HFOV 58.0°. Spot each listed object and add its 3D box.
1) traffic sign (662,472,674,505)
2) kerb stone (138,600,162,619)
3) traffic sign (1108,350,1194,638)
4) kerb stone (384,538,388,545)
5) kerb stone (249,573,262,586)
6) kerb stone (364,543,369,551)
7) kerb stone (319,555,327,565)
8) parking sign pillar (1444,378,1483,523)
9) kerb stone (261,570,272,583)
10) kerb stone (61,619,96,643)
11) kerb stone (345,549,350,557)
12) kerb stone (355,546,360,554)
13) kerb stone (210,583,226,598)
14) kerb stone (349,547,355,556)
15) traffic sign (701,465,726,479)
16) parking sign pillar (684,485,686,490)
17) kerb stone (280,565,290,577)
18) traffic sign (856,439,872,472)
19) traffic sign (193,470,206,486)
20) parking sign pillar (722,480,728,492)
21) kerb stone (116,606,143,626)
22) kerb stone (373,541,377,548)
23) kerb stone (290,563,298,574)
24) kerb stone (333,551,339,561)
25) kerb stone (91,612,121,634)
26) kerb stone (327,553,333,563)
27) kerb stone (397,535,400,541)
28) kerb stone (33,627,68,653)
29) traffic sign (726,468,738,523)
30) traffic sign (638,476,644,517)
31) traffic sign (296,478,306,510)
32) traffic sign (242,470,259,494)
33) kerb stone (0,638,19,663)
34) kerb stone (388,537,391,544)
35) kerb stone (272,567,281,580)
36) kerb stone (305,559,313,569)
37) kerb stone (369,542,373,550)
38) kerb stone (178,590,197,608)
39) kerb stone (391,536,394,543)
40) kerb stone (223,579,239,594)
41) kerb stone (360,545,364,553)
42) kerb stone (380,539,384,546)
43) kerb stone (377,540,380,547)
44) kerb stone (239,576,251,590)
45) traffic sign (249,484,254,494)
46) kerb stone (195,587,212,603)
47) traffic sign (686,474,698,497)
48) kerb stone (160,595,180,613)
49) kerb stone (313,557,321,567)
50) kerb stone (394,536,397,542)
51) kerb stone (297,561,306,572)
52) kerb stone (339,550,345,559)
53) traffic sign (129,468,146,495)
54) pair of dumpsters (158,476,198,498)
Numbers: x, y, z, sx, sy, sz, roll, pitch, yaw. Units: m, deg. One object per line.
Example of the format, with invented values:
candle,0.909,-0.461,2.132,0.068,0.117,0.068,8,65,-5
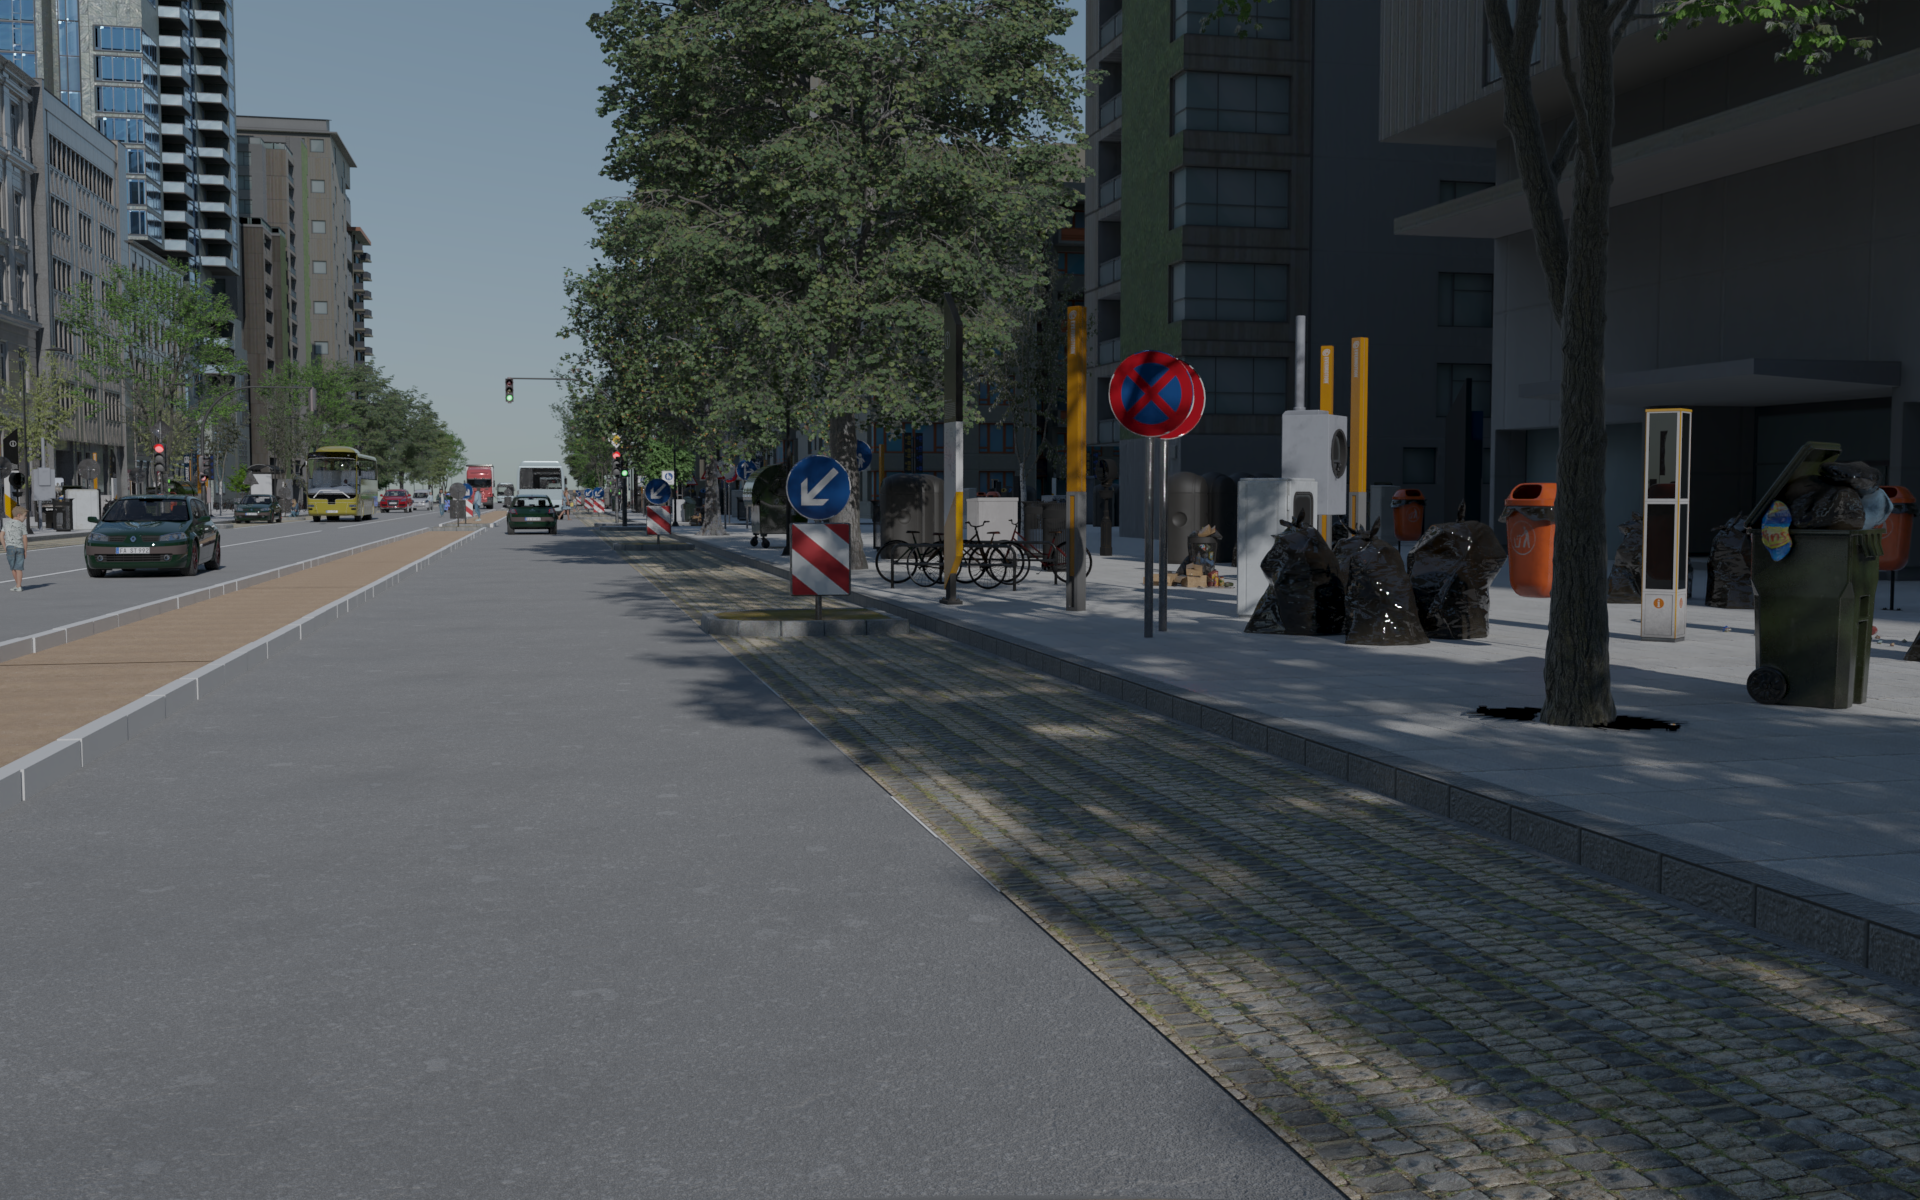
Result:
traffic sign,-12.904,-4.568,76.821,0.606,2.300,0.079,0,4,-5
kerb stone,-9.405,0.136,19.974,0.120,0.150,1.000,-1,4,-13
traffic sign,1.688,-0.937,15.423,0.768,2.556,0.104,0,4,-6
kerb stone,-16.012,-1.572,47.900,0.120,0.150,1.000,-1,4,-13
kerb stone,-11.053,-0.291,26.959,0.120,0.150,1.000,-1,4,-13
kerb stone,-14.831,-1.267,42.915,0.120,0.150,1.000,-1,4,-13
kerb stone,-12.940,-0.776,34.926,0.120,0.150,1.000,-1,4,-13
parking sign pillar,11.887,-3.208,40.928,1.447,3.967,1.447,0,4,-5
kerb stone,-11.291,-0.349,27.953,0.120,0.150,1.000,-1,4,-13
kerb stone,-8.695,0.318,16.990,0.120,0.150,1.000,-1,4,-13
kerb stone,-13.891,-1.020,38.922,0.120,0.150,1.000,-1,4,-13
kerb stone,-14.358,-1.145,40.917,0.120,0.150,1.000,-1,4,-13
kerb stone,-10.350,-0.103,23.963,0.120,0.150,1.000,-1,4,-13
kerb stone,-14.126,-1.084,39.917,0.120,0.150,1.000,-1,4,-13
traffic sign,-8.814,-3.785,61.881,0.884,2.594,0.081,0,4,-6
parking sign pillar,-20.465,-8.505,127.533,1.447,3.967,1.447,0,4,-1
kerb stone,-11.760,-0.474,29.943,0.120,0.150,1.000,-1,4,-13
traffic sign,-2.431,-2.460,40.332,0.768,2.556,0.104,-1,4,-12
traffic sign,-41.155,-5.717,93.479,0.884,2.594,0.081,0,4,-8
parking sign pillar,-20.165,-9.821,149.046,1.447,3.967,1.447,-1,4,-18
kerb stone,-9.168,0.197,18.980,0.120,0.150,1.000,-1,4,-13
kerb stone,-15.309,-1.389,44.910,0.120,0.150,1.000,-1,4,-13
kerb stone,-12.000,-0.535,30.937,0.120,0.150,1.000,-1,4,-13
kerb stone,-13.413,-0.899,36.921,0.120,0.150,1.000,-1,4,-13
kerb stone,-8.932,0.260,17.985,0.120,0.150,1.000,-1,4,-13
kerb stone,-13.177,-0.840,35.926,0.120,0.150,1.000,-1,4,-13
kerb stone,-16.961,-1.818,51.916,0.120,0.150,1.000,-1,4,-13
kerb stone,-8.462,0.384,15.995,0.120,0.150,1.000,-1,4,-13
traffic sign,-10.220,-4.685,76.699,0.768,2.556,0.104,-1,4,-13
traffic sign,-17.947,-5.878,98.235,0.606,2.300,0.079,-1,4,-9
traffic sign,-53.619,-8.610,140.881,0.768,2.556,0.104,0,4,-4
traffic sign,-38.894,-5.808,94.966,0.884,2.594,0.081,-1,4,-11
kerb stone,-8.241,0.440,14.997,0.120,0.150,1.000,-1,4,-13
kerb stone,-16.245,-1.632,48.900,0.120,0.150,1.000,-1,4,-13
kerb stone,-11.529,-0.413,28.947,0.120,0.150,1.000,-1,4,-13
kerb stone,-12.473,-0.656,32.927,0.120,0.150,1.000,-1,4,-13
kerb stone,-15.073,-1.328,43.908,0.120,0.150,1.000,-1,4,-13
kerb stone,-9.872,0.014,21.965,0.120,0.150,1.000,-1,4,-13
kerb stone,-16.484,-1.695,49.917,0.120,0.150,1.000,-1,4,-13
kerb stone,-10.581,-0.169,24.959,0.120,0.150,1.000,-1,4,-13
kerb stone,-14.598,-1.206,41.919,0.120,0.150,1.000,-1,4,-13
kerb stone,-15.779,-1.510,46.905,0.120,0.150,1.000,-1,4,-13
kerb stone,-15.546,-1.448,45.907,0.120,0.150,1.000,-1,4,-13
kerb stone,-10.810,-0.230,25.955,0.120,0.150,1.000,-1,4,-13
traffic sign,-46.705,-6.956,113.837,0.768,2.556,0.104,0,4,-6
kerb stone,-10.116,-0.047,22.966,0.120,0.150,1.000,-1,4,-13
traffic sign,-15.826,-6.224,101.773,0.884,2.594,0.081,0,4,-5
kerb stone,-9.644,0.077,20.968,0.120,0.150,1.000,-1,4,-13
kerb stone,-12.706,-0.718,33.931,0.120,0.150,1.000,-1,4,-13
kerb stone,-16.731,-1.755,50.917,0.120,0.150,1.000,-1,4,-13
kerb stone,-12.242,-0.588,31.931,0.120,0.150,1.000,-1,4,-13
kerb stone,-13.650,-0.961,37.916,0.120,0.150,1.000,-1,4,-13
traffic sign,-39.552,-5.088,83.289,0.768,2.556,0.104,0,4,-7
pair of dumpsters,-40.959,-5.396,90.713,1.574,2.255,4.437,-1,4,-13
